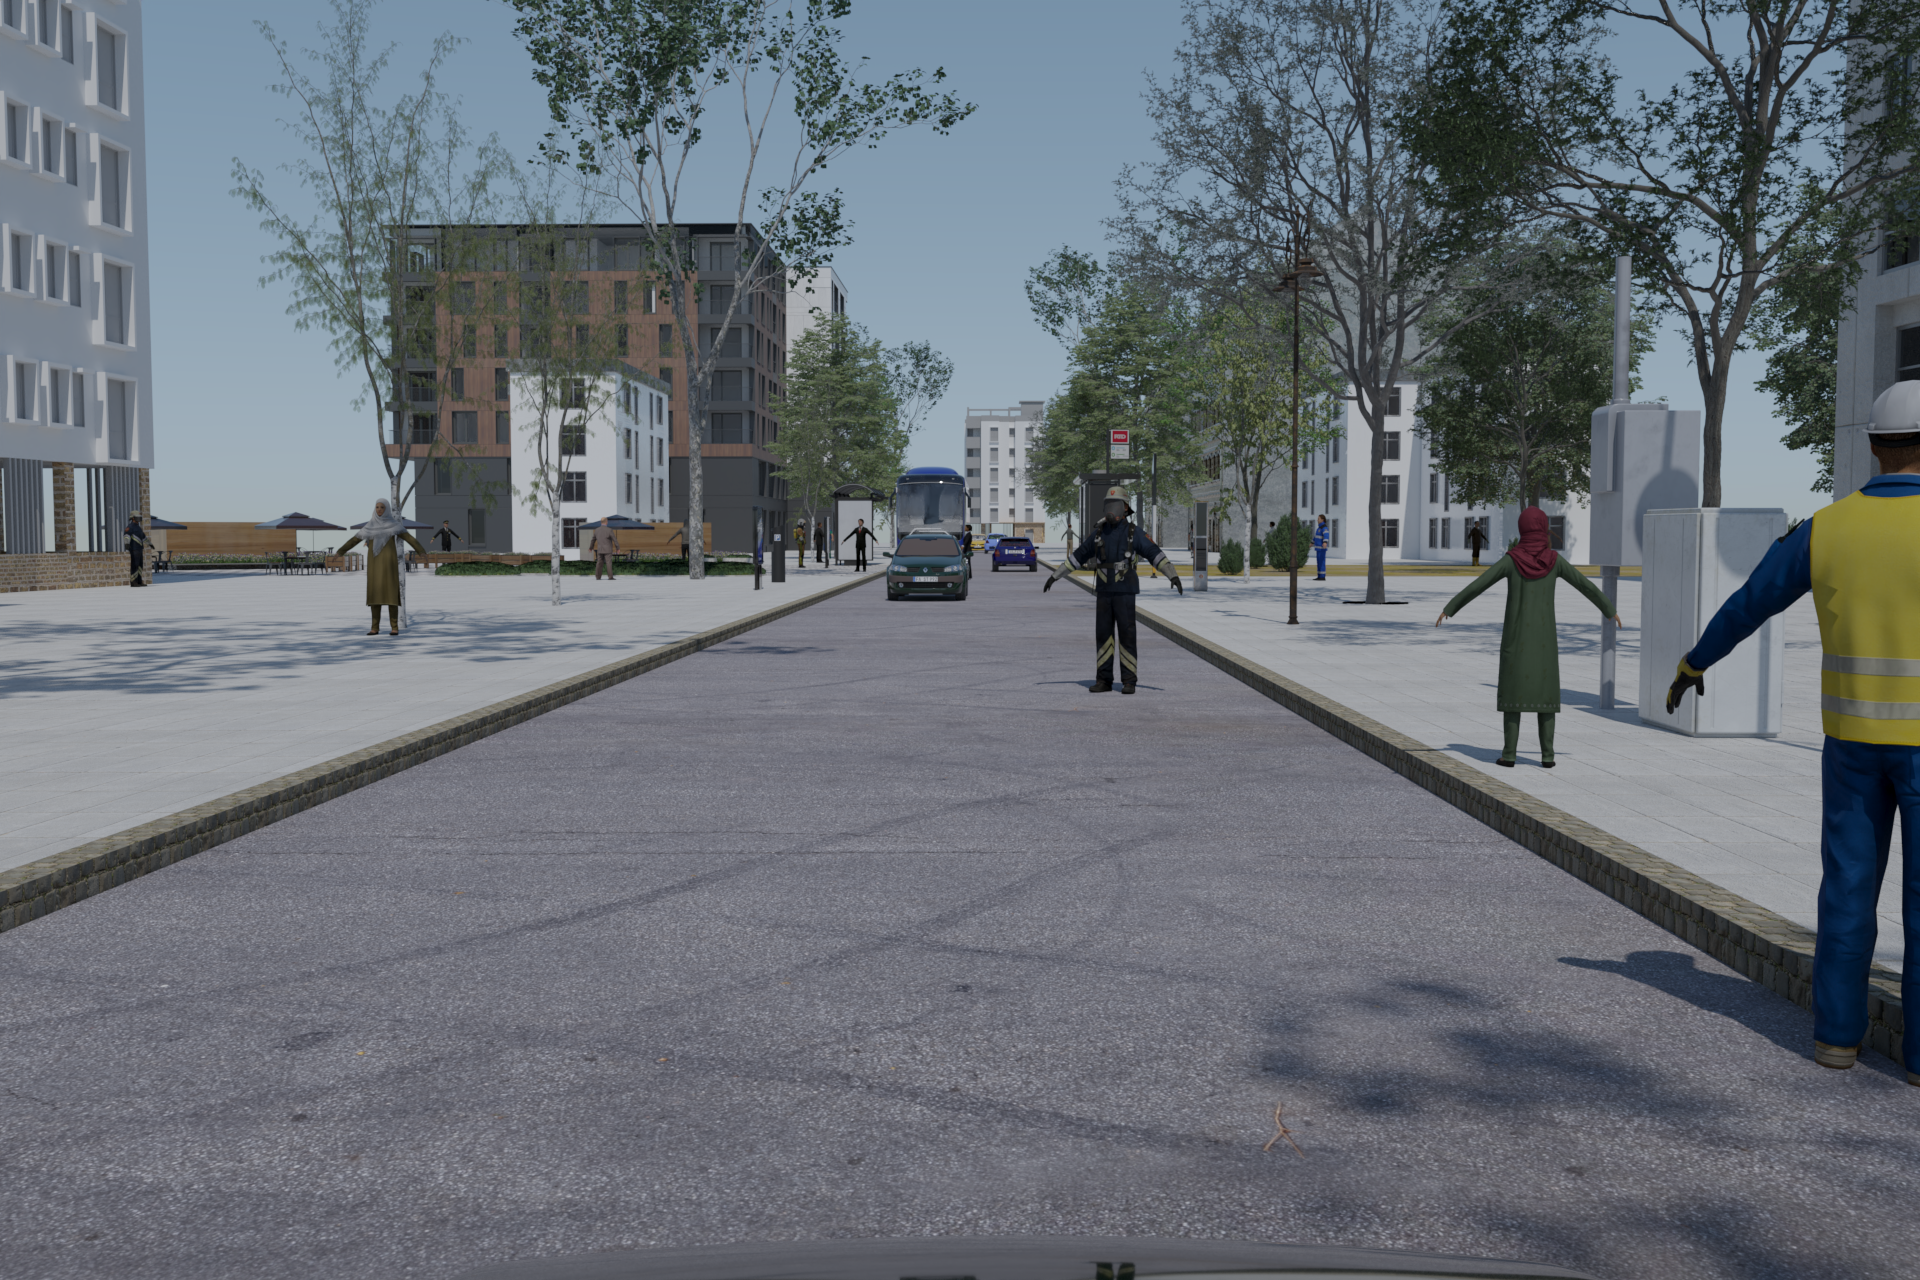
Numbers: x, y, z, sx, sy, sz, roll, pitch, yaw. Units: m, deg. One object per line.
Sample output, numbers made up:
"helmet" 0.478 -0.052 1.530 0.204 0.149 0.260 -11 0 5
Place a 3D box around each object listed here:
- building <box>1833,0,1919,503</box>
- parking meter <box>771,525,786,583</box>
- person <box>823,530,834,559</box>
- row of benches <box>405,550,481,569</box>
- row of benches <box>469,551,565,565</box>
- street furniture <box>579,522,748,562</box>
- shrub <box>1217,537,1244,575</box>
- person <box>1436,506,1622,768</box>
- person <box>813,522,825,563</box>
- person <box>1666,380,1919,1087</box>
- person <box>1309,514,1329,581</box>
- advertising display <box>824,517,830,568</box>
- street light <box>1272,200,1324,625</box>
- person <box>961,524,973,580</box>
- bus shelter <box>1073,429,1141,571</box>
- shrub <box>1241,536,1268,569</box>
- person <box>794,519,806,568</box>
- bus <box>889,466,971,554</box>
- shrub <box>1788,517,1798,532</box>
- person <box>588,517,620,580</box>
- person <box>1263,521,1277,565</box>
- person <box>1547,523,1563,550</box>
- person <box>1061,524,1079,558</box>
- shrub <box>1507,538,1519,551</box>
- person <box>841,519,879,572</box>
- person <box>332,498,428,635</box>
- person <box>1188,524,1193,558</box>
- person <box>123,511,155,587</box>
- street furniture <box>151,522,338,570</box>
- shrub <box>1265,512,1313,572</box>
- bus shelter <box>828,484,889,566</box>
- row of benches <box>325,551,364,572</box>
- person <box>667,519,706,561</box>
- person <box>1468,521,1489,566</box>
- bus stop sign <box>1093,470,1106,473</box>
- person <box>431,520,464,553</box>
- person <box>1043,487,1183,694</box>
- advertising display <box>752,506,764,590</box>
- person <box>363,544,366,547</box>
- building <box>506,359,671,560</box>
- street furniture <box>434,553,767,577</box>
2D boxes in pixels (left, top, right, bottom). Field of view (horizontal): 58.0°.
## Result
"building" 28.031 -9.587 23.209 16.747 18.905 31.486 0 4 1
"parking meter" -4.812 -2.290 45.859 0.372 1.533 0.369 0 3 0
"person" -6.755 -5.017 88.154 0.704 1.817 1.347 -3 4 -36
"row of benches" -19.626 -3.063 65.540 1.422 0.672 4.104 2 4 26
"row of benches" -15.656 -2.808 61.370 4.104 0.672 1.422 2 4 29
"street furniture" -11.358 -3.737 67.957 11.010 1.723 9.812 -2 4 -28
"shrub" 8.483 -2.632 54.145 1.383 1.207 1.383 0 3 0
"person" 3.142 -0.022 9.572 0.989 1.438 0.599 1 4 10
"person" -6.215 -4.326 76.958 0.704 1.802 1.346 -2 4 -34
"person" 2.505 0.234 4.599 0.705 1.833 1.349 -3 5 -43
"person" 9.897 -2.545 47.583 0.704 1.831 1.345 0 4 -5
"advertising display" -4.985 -3.653 64.944 0.123 1.923 0.974 0 4 2
"street light" 4.736 -3.160 24.451 0.468 5.910 1.993 0 4 1
"person" 0.168 -2.731 53.833 0.721 1.740 1.216 1 4 11
"bus shelter" 5.315 -5.273 63.847 2.179 5.291 8.768 0 4 2
"shrub" 10.857 -3.217 63.719 1.383 1.207 1.383 0 3 0
"person" -5.979 -3.659 65.601 0.705 1.858 1.354 0 4 -2
"bus" -0.951 -4.596 66.685 2.896 3.916 12.251 0 4 1
"shrub" 30.195 -3.648 63.689 1.661 2.075 1.752 0 3 0
"person" -9.914 -2.553 48.335 0.990 1.755 0.434 1 4 22
"person" 12.918 -4.016 71.845 0.705 1.806 1.347 2 4 33
"person" 23.193 -3.771 68.459 1.217 1.733 0.721 1 4 22
"person" 5.696 -5.086 89.423 1.348 1.796 0.705 3 5 43
"shrub" 21.266 -3.366 66.155 1.383 1.207 1.383 0 3 0
"person" -3.375 -3.218 58.805 1.347 1.806 0.705 1 4 16
"person" -7.307 -0.922 21.857 1.217 1.736 0.721 0 4 1
"person" 12.311 -5.196 91.097 0.704 1.843 1.345 -1 4 -23
"person" -19.885 -2.202 41.864 0.704 1.845 1.351 0 4 0
"street furniture" -26.637 -3.557 65.011 11.010 1.723 9.812 -3 5 -44
"shrub" 11.102 -3.332 58.512 1.661 2.075 1.752 0 3 0
"bus shelter" -4.166 -4.789 72.227 2.014 3.302 5.546 0 4 2
"row of benches" -21.243 -2.718 59.896 1.422 0.672 4.104 -1 4 -10
"person" -9.510 -3.310 60.241 1.348 1.813 0.705 -1 4 -11
"person" 20.556 -3.836 68.851 1.346 1.812 0.704 -3 4 -38
"bus stop sign" 5.763 -5.029 71.246 0.837 3.901 0.837 0 4 1
"person" -20.707 -3.910 69.858 1.347 1.837 0.705 -2 4 -34
"person" 1.398 -0.450 15.600 1.354 1.856 0.705 2 4 29
"advertising display" -4.647 -2.120 39.876 0.123 1.923 0.974 0 4 1
"person" -16.472 -2.573 48.857 0.721 1.737 1.214 1 4 10
"building" -20.720 -9.477 97.101 9.099 9.664 28.070 0 4 1
"street furniture" -11.005 -2.368 54.339 10.072 0.657 5.734 0 4 0
